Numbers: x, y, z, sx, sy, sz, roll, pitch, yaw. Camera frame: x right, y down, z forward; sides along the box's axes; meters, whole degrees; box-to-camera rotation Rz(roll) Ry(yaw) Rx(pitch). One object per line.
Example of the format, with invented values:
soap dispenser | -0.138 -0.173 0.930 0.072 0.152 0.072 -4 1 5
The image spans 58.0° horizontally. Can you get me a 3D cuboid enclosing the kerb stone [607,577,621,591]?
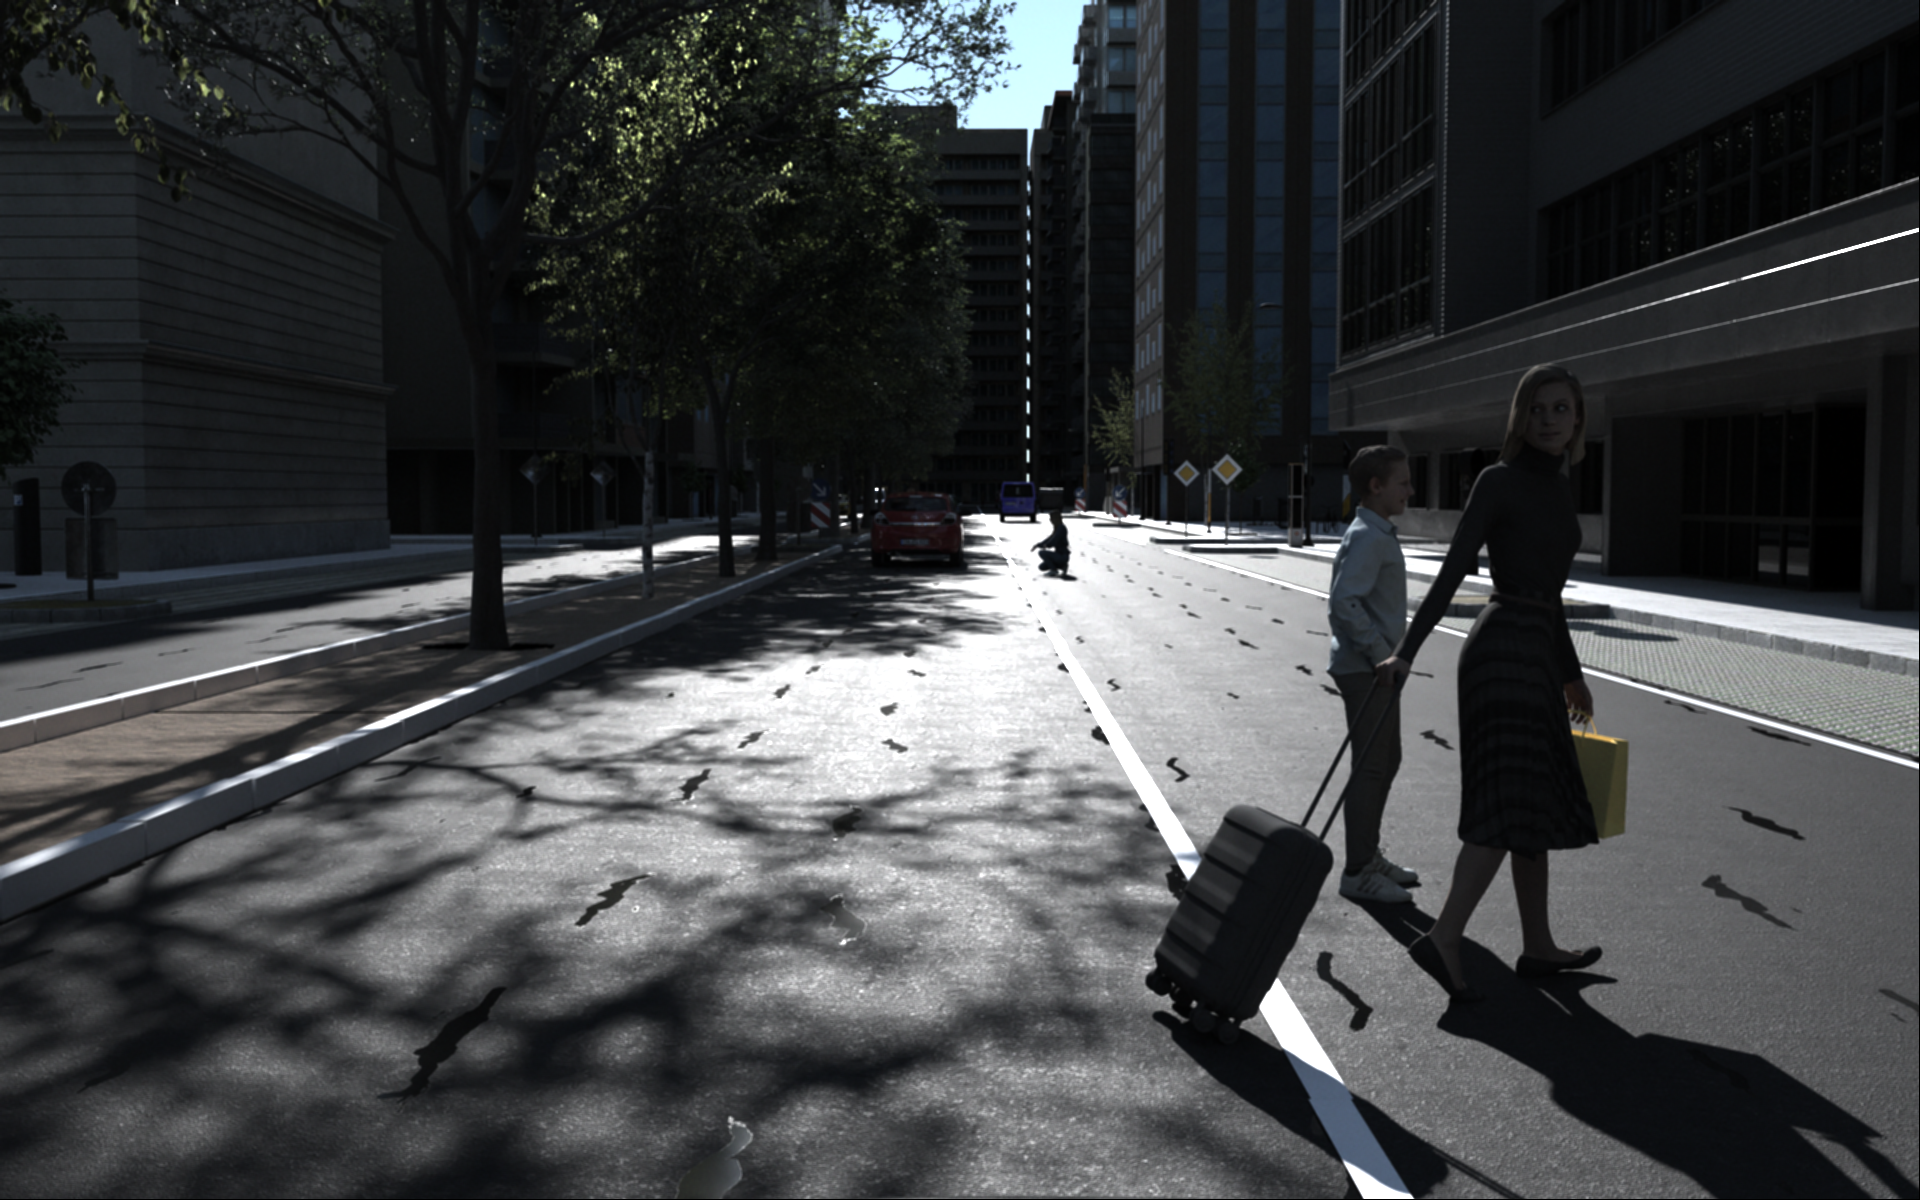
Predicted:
kerb stone | -5.242 -0.213 25.769 0.120 0.150 1.000 0 4 0

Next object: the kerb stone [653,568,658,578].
kerb stone | -5.224 -0.405 28.859 0.120 0.150 1.000 0 4 0

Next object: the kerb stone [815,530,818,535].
kerb stone | -5.047 -2.258 59.115 0.120 0.150 1.000 0 4 0

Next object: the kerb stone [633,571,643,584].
kerb stone | -5.232 -0.343 27.828 0.120 0.150 1.000 0 4 0

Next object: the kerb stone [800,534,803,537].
kerb stone | -5.073 -1.944 53.988 0.120 0.150 1.000 0 4 0

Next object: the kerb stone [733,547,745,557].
kerb stone | -5.158 -1.097 40.136 0.120 0.150 1.000 0 4 0

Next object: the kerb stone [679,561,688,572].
kerb stone | -5.207 -0.596 31.944 0.120 0.150 1.000 0 4 0

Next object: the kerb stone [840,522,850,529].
kerb stone | -4.949 -3.198 74.490 0.120 0.150 1.000 0 4 0

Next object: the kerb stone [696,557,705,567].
kerb stone | -5.194 -0.717 33.992 0.120 0.150 1.000 0 4 0

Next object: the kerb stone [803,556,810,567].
kerb stone | -3.093 -0.720 33.962 0.120 0.150 1.000 0 4 0

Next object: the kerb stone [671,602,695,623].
kerb stone | -3.173 0.159 19.599 0.120 0.150 1.000 0 4 0

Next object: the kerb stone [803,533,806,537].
kerb stone | -5.072 -2.007 55.010 0.120 0.150 1.000 0 4 0

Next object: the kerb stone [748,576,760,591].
kerb stone | -3.135 -0.216 25.756 0.120 0.150 1.000 0 4 0

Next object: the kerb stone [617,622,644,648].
kerb stone | -3.194 0.348 16.529 0.120 0.150 1.000 0 4 0

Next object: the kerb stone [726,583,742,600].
kerb stone | -3.150 -0.092 23.694 0.120 0.150 1.000 0 4 0

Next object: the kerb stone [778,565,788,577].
kerb stone | -3.116 -0.469 29.857 0.120 0.150 1.000 0 4 0

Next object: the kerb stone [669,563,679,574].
kerb stone | -5.206 -0.533 30.915 0.120 0.150 1.000 0 4 0

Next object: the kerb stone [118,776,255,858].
kerb stone | -3.255 0.910 7.311 0.120 0.150 1.000 0 4 0

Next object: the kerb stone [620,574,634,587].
kerb stone | -5.240 -0.279 26.805 0.120 0.150 1.000 0 4 0

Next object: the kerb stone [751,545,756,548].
kerb stone | -5.150 -1.222 42.193 0.120 0.150 1.000 0 4 0

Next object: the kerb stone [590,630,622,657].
kerb stone | -3.207 0.410 15.503 0.120 0.150 1.000 0 4 0

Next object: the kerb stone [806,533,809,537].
kerb stone | -5.063 -2.070 56.037 0.120 0.150 1.000 0 4 0

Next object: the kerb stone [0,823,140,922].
kerb stone | -3.258 0.977 6.290 0.120 0.150 1.000 0 4 0

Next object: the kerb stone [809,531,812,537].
kerb stone | -5.061 -2.124 57.059 0.120 0.150 1.000 0 4 0

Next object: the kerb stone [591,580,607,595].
kerb stone | -5.247 -0.152 24.739 0.120 0.150 1.000 0 4 0

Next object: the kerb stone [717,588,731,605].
kerb stone | -3.157 -0.023 22.667 0.120 0.150 1.000 0 4 0

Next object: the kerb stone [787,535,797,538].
kerb stone | -5.083 -1.819 51.943 0.120 0.150 1.000 0 4 0

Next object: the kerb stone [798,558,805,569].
kerb stone | -3.105 -0.654 32.935 0.120 0.150 1.000 0 4 0

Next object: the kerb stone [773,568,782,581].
kerb stone | -3.117 -0.399 28.825 0.120 0.150 1.000 0 4 0

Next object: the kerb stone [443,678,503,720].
kerb stone | -3.226 0.659 11.413 0.120 0.150 1.000 0 4 0

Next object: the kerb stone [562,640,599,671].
kerb stone | -3.210 0.474 14.481 0.120 0.150 1.000 0 4 0

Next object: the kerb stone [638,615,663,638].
kerb stone | -3.190 0.288 17.555 0.120 0.150 1.000 0 4 0

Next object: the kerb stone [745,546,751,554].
kerb stone | -5.158 -1.158 41.166 0.120 0.150 1.000 0 4 0

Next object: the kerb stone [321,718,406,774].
kerb stone | -3.233 0.789 9.356 0.120 0.150 1.000 0 4 0

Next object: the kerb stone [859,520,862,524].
kerb stone | -4.877 -3.952 86.816 0.120 0.150 1.000 0 4 0

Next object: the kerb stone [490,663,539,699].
kerb stone | -3.227 0.597 12.435 0.120 0.150 1.000 0 4 0

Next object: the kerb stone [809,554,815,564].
kerb stone | -3.089 -0.781 34.984 0.120 0.150 1.000 0 4 0

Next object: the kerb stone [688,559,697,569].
kerb stone | -5.197 -0.656 32.970 0.120 0.150 1.000 0 4 0

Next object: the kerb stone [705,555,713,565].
kerb stone | -5.190 -0.784 35.019 0.120 0.150 1.000 0 4 0

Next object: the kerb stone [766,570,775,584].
kerb stone | -3.124 -0.343 27.803 0.120 0.150 1.000 0 4 0

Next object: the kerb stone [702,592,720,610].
kerb stone | -3.166 0.034 21.645 0.120 0.150 1.000 0 4 0

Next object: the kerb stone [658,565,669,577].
kerb stone | -5.219 -0.470 29.888 0.120 0.150 1.000 0 4 0

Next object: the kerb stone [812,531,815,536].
kerb stone | -5.052 -2.196 58.093 0.120 0.150 1.000 0 4 0

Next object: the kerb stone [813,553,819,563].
kerb stone | -3.080 -0.845 36.016 0.120 0.150 1.000 0 4 0

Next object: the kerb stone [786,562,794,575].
kerb stone | -3.112 -0.531 30.879 0.120 0.150 1.000 0 4 0

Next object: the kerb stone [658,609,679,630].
kerb stone | -3.182 0.231 18.578 0.120 0.150 1.000 0 4 0

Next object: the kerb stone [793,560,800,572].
kerb stone | -3.105 -0.594 31.907 0.120 0.150 1.000 0 4 0

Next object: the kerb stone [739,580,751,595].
kerb stone | -3.146 -0.154 24.726 0.120 0.150 1.000 0 4 0

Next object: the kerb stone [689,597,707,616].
kerb stone | -3.175 0.096 20.623 0.120 0.150 1.000 0 4 0

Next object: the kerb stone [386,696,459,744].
kerb stone | -3.233 0.722 10.391 0.120 0.150 1.000 0 4 0

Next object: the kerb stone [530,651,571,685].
kerb stone | -3.215 0.537 13.459 0.120 0.150 1.000 0 4 0

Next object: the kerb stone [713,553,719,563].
kerb stone | -5.183 -0.844 36.048 0.120 0.150 1.000 0 4 0

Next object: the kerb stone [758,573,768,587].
kerb stone | -3.130 -0.277 26.780 0.120 0.150 1.000 0 4 0

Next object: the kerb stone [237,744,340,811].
kerb stone | -3.241 0.852 8.334 0.120 0.150 1.000 0 4 0
